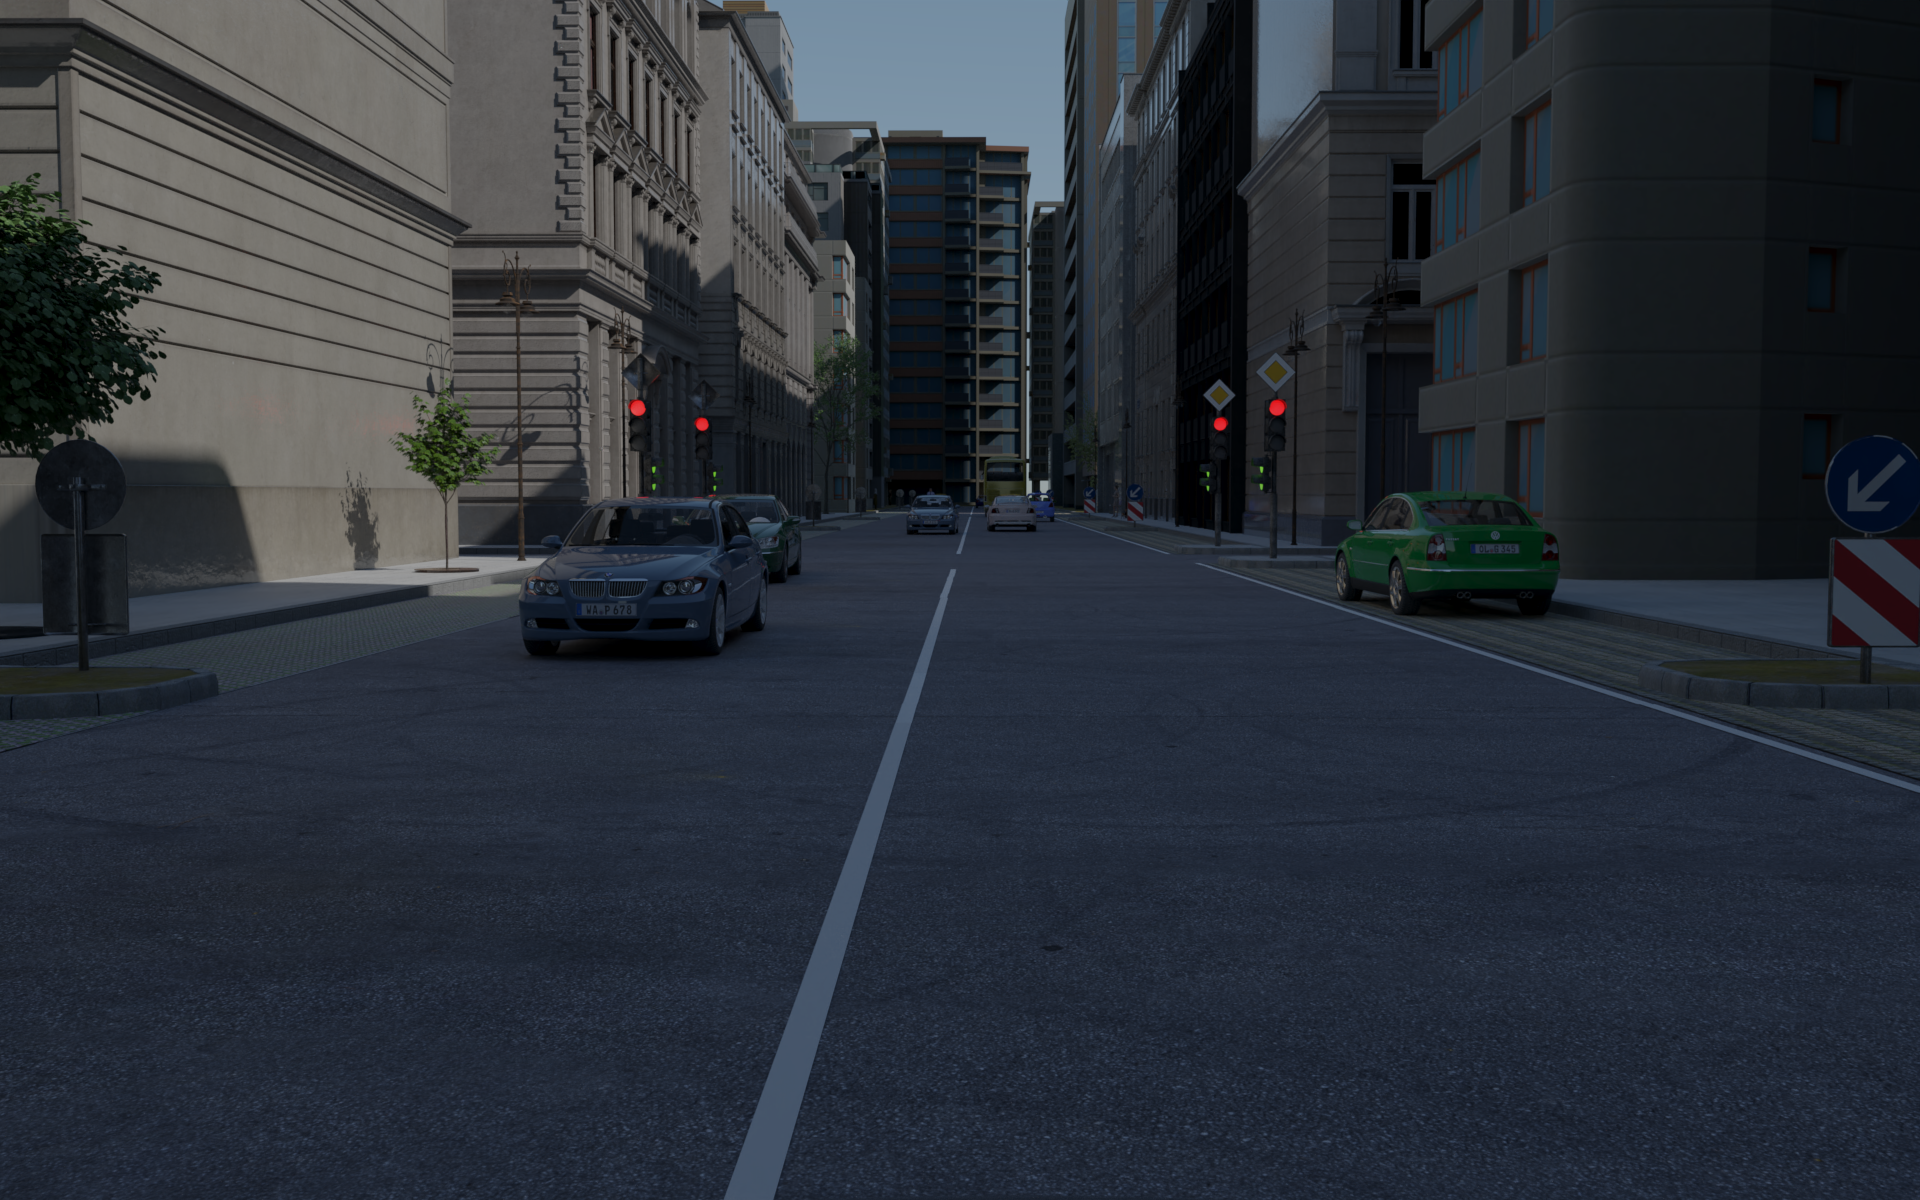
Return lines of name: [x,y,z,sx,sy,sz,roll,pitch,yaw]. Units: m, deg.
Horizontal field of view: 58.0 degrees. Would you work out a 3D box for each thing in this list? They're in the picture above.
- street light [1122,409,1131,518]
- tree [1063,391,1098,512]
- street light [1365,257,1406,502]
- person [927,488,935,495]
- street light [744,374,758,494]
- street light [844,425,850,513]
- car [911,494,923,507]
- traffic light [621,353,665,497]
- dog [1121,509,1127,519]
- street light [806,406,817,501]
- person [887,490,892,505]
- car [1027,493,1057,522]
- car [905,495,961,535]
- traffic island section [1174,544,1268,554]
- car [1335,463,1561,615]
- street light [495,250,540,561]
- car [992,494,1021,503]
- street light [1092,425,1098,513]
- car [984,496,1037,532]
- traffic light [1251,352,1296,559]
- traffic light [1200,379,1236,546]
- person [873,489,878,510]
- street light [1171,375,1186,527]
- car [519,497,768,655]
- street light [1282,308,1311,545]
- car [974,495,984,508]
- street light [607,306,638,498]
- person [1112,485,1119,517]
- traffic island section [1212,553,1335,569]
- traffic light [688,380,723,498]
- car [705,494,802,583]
street light: [8.878,-7.307,92.253,0.468,5.910,1.993,0,4,1]
tree: [9.333,-10.416,120.668,4.737,8.622,4.395,0,3,0]
street light: [8.324,-3.745,34.018,0.468,5.910,1.993,0,4,1]
person: [-2.085,-6.945,121.912,0.709,1.838,0.599,0,4,8]
street light: [-8.117,-5.761,66.987,0.468,5.910,1.993,0,4,1]
street light: [-7.527,-8.770,116.175,0.468,5.910,1.993,0,4,1]
car: [-4.623,-11.211,193.084,2.009,1.686,4.222,0,4,-1]
traffic light: [-6.336,-2.789,34.515,0.839,4.253,0.868,0,4,1]
dog: [8.418,-4.399,88.751,0.406,0.507,0.540,0,4,-6]
street light: [-7.811,-7.251,91.348,0.468,5.910,1.993,0,4,1]
person: [-7.935,-11.505,194.668,0.721,1.766,1.217,-1,4,-22]
car: [4.073,-4.924,90.092,1.945,1.707,3.694,0,4,2]
car: [-0.961,-3.097,62.645,2.014,1.417,4.499,0,4,2]
traffic island section: [6.346,-1.237,42.501,2.009,0.180,2.903,0,4,1]
car: [5.978,-0.790,21.716,1.959,1.807,4.718,0,4,-1]
street light: [-8.418,-3.688,33.079,0.468,5.910,1.993,0,4,1]
car: [2.834,-5.382,98.212,2.015,1.641,3.980,0,4,-1]
street light: [9.126,-8.814,116.897,0.468,5.910,1.993,0,4,1]
car: [1.995,-3.368,67.430,2.083,1.381,4.827,0,3,0]
traffic light: [6.224,-2.782,34.403,0.839,4.253,0.868,0,4,1]
traffic light: [6.306,-3.270,42.388,0.839,4.253,0.868,0,4,1]
person: [-7.075,-8.348,143.259,0.721,1.736,1.217,0,4,2]
street light: [8.498,-5.794,67.523,0.468,5.910,1.993,0,4,1]
car: [-2.952,-0.301,16.932,2.014,1.417,4.499,0,4,1]
street light: [8.385,-4.313,43.299,0.468,5.910,1.993,0,4,1]
car: [2.433,-9.930,174.943,1.945,1.354,3.894,0,4,1]
street light: [-8.302,-4.280,42.764,0.468,5.910,1.993,0,4,1]
person: [8.524,-5.420,94.993,0.374,1.781,0.599,-1,4,-10]
traffic island section: [6.264,-0.748,34.517,2.009,0.180,2.903,0,4,1]
traffic light: [-6.255,-3.277,42.500,0.839,4.253,0.868,0,4,1]
car: [-3.727,-1.079,29.435,2.131,1.459,4.920,0,4,-1]
